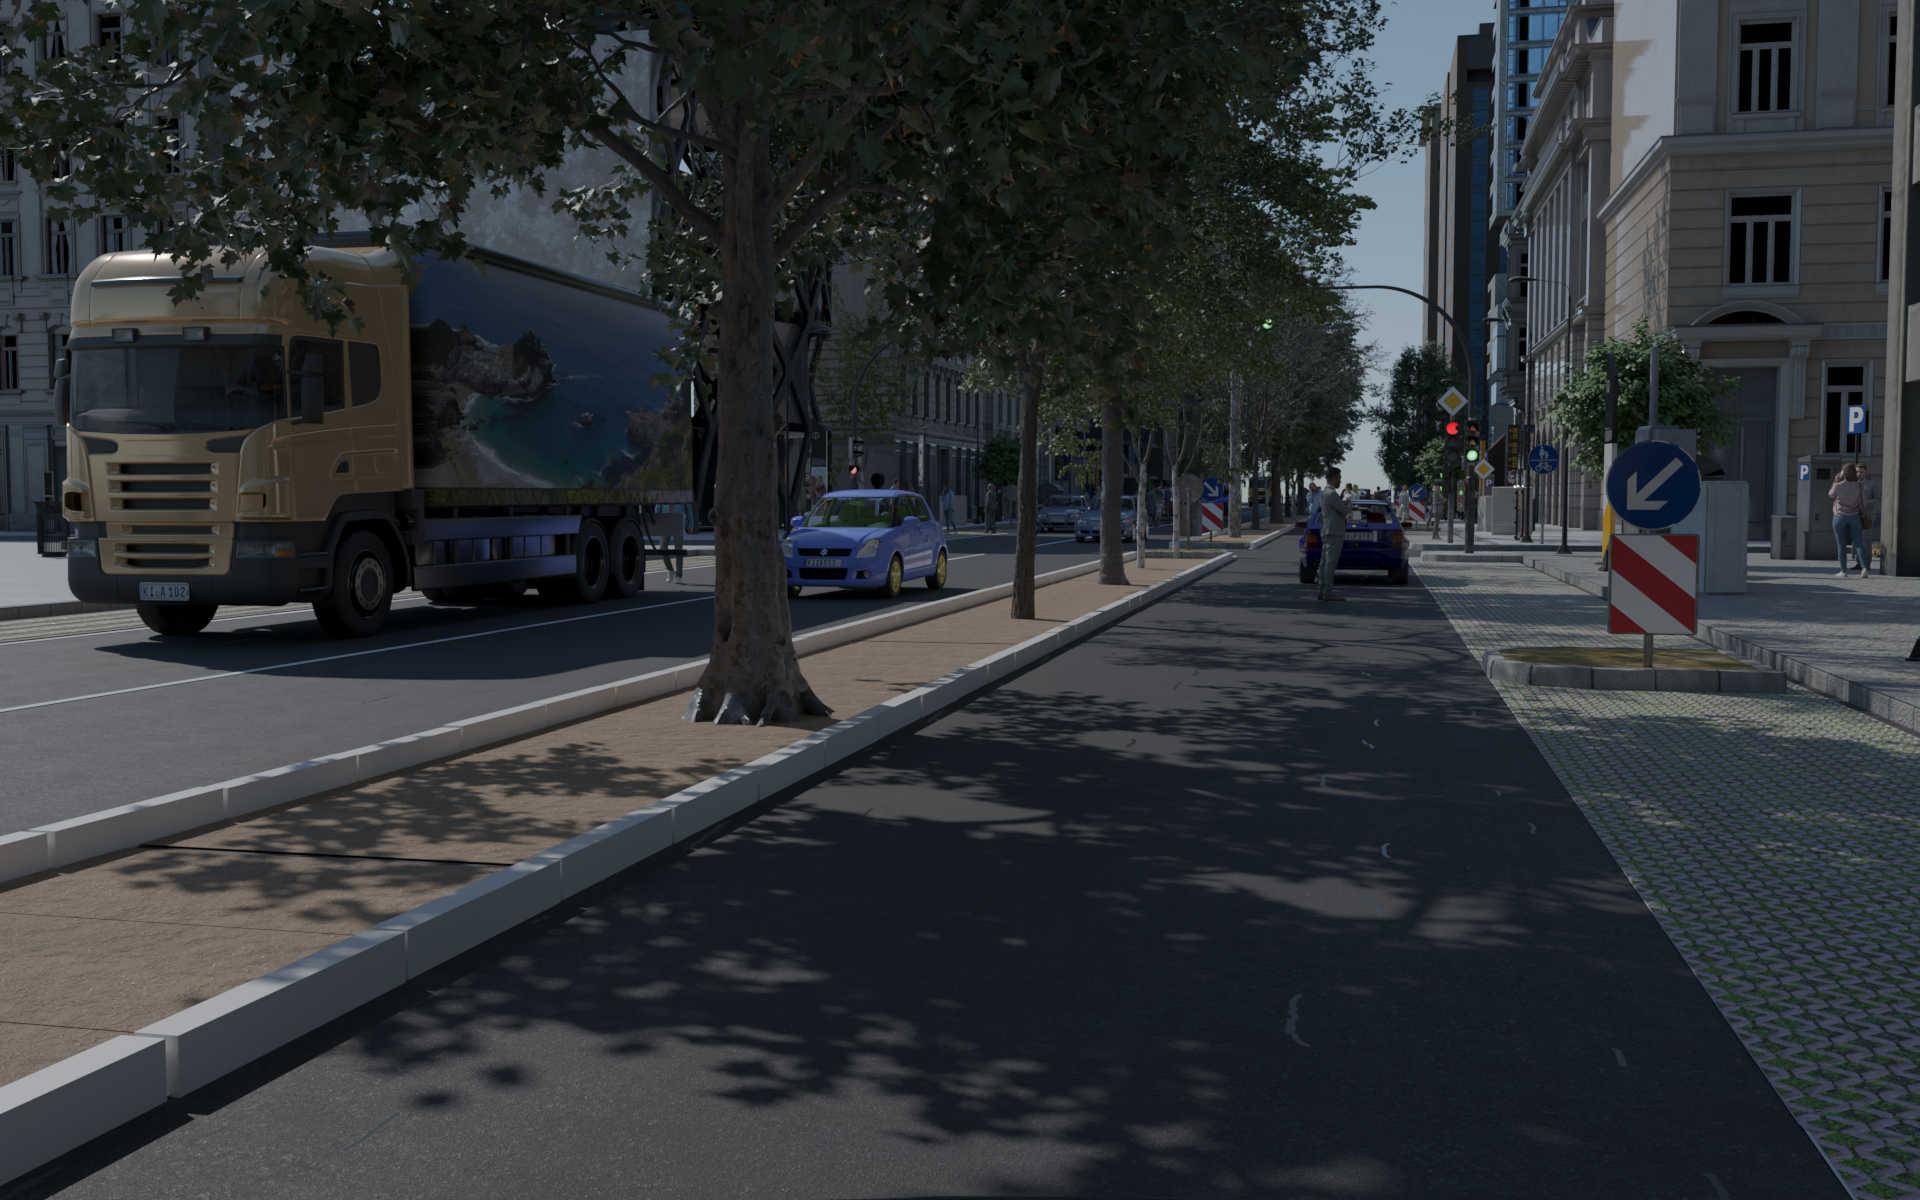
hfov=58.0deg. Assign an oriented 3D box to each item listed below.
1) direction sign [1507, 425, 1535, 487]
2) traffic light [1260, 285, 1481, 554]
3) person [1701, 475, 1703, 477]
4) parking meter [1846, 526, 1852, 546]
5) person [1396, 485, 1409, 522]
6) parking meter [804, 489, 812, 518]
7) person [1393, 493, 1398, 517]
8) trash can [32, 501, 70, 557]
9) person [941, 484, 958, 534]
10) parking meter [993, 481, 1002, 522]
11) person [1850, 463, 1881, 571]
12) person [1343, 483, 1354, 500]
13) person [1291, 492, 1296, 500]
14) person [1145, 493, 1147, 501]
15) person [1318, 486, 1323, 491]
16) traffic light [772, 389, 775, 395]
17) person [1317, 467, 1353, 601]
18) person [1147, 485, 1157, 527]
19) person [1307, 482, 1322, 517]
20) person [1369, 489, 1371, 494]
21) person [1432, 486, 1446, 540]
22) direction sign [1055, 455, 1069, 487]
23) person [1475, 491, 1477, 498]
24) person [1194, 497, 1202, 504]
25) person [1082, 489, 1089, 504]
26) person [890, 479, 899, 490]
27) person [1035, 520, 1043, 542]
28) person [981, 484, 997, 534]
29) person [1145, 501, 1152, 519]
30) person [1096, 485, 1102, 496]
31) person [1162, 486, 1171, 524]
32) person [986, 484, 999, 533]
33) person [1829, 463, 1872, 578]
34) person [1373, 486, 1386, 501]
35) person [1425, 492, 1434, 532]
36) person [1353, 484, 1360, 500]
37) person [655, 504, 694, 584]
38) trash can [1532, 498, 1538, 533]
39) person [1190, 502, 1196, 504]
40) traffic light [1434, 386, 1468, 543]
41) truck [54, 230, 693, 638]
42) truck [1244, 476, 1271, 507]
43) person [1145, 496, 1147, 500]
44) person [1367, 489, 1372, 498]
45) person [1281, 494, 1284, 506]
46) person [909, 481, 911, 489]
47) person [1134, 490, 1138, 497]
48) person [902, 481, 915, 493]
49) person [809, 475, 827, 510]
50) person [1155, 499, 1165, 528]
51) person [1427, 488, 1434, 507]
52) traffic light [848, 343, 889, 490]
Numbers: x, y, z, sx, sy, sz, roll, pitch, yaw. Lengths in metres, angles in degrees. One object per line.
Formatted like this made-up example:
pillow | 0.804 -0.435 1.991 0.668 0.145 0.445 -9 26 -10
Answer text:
direction sign | 18.271 -3.942 56.453 0.876 3.537 0.379 0 4 1
traffic light | 8.936 -3.855 37.699 4.771 5.953 1.251 1 4 13
person | 19.648 -2.464 46.100 0.755 1.850 0.659 2 4 24
parking meter | 22.174 -2.132 43.276 0.372 1.533 0.369 0 3 0
person | 17.680 -3.682 69.054 0.624 1.780 0.694 -2 4 -26
parking meter | -6.284 -3.895 72.089 0.372 1.533 0.369 0 3 0
person | 27.709 -6.185 109.897 0.793 1.790 0.793 1 4 17
trash can | -18.499 -1.449 35.337 0.748 1.137 0.748 0 3 0
person | -0.371 -3.215 61.336 0.793 1.790 0.793 1 4 20
parking meter | 1.729 -4.552 80.140 0.399 1.863 0.255 -3 4 -39
person | 15.169 -1.406 29.232 0.606 1.804 0.583 3 5 43
person | 11.152 -2.514 50.166 0.524 1.755 0.480 -1 4 -16
person | 30.896 -9.243 160.341 0.721 1.735 1.217 0 4 -2
person | 14.854 -8.208 140.327 1.350 1.814 0.705 -1 4 -22
person | 18.760 -5.009 90.197 0.447 1.846 0.655 -1 4 -13
traffic light | -4.756 -3.184 40.985 0.839 4.253 0.868 1 4 13
person | 5.073 -0.896 23.335 0.466 1.800 0.511 -1 4 -15
person | 8.430 -4.082 75.340 0.767 1.812 0.694 -2 4 -25
person | 10.792 -2.666 52.348 0.793 1.790 0.793 -2 4 -34
person | 26.719 -6.410 113.667 0.532 1.782 0.716 1 4 11
person | 14.953 -2.769 53.958 0.537 1.800 0.526 -3 5 -41
direction sign | 5.826 -6.563 99.300 0.876 3.537 0.379 -2 4 -25
person | 21.572 -4.075 73.013 0.599 1.781 0.374 -2 4 -32
person | 13.984 -5.655 101.634 0.731 1.740 0.598 -2 4 -34
person | 6.576 -4.998 91.219 0.512 1.701 0.522 -2 4 -29
person | -2.460 -3.594 64.669 0.748 1.841 0.638 2 4 34
person | 2.165 -2.279 51.266 0.738 1.151 1.012 2 4 29
person | 1.026 -3.290 62.470 0.590 1.801 0.661 2 4 26
person | 7.328 -3.445 70.318 1.012 1.151 0.738 0 4 -1
person | 6.149 -4.133 75.930 0.748 1.841 0.638 1 4 8
person | 10.040 -4.646 84.271 0.447 1.846 0.655 1 4 16
person | 1.185 -3.383 63.991 0.419 1.800 0.721 2 4 30
person | 13.691 -1.219 26.568 0.593 1.750 0.643 1 4 12
person | 21.172 -4.828 87.403 0.622 1.834 0.822 0 4 -7
person | 17.913 -3.469 65.498 0.520 1.790 0.573 -1 4 -15
person | 14.187 -3.248 61.962 0.624 1.780 0.694 0 4 6
person | -4.589 -1.158 27.775 0.601 1.785 0.444 0 4 6
trash can | 18.804 -2.807 57.541 0.748 1.137 0.748 0 3 0
person | 13.236 -5.263 98.822 0.425 1.301 0.394 -1 4 -18
traffic light | 12.795 -3.439 45.148 0.839 4.253 0.868 1 4 13
truck | -6.339 -1.949 20.772 2.839 4.237 11.283 1 4 12
truck | 33.053 -11.869 189.981 3.469 3.379 9.791 1 4 12
person | 13.594 -7.449 127.854 0.705 1.822 1.348 1 4 14
person | 25.771 -6.146 109.534 0.519 1.759 0.362 1 4 23
person | 39.213 -12.154 210.438 0.599 1.433 0.991 3 5 44
person | -1.900 -3.762 67.896 0.444 1.785 0.601 0 4 -1
person | 11.600 -6.396 113.832 0.466 1.731 0.760 -3 5 -42
person | -1.976 -3.439 62.857 0.593 1.750 0.643 -2 4 -30
person | -4.191 -2.734 50.716 0.580 1.828 0.573 1 4 16
person | 8.392 -3.609 72.514 0.505 1.210 0.382 3 5 42
person | 38.178 -8.190 139.928 1.348 1.826 0.705 -1 4 -19
traffic light | -0.897 -4.505 48.328 4.771 5.953 1.251 1 4 13
